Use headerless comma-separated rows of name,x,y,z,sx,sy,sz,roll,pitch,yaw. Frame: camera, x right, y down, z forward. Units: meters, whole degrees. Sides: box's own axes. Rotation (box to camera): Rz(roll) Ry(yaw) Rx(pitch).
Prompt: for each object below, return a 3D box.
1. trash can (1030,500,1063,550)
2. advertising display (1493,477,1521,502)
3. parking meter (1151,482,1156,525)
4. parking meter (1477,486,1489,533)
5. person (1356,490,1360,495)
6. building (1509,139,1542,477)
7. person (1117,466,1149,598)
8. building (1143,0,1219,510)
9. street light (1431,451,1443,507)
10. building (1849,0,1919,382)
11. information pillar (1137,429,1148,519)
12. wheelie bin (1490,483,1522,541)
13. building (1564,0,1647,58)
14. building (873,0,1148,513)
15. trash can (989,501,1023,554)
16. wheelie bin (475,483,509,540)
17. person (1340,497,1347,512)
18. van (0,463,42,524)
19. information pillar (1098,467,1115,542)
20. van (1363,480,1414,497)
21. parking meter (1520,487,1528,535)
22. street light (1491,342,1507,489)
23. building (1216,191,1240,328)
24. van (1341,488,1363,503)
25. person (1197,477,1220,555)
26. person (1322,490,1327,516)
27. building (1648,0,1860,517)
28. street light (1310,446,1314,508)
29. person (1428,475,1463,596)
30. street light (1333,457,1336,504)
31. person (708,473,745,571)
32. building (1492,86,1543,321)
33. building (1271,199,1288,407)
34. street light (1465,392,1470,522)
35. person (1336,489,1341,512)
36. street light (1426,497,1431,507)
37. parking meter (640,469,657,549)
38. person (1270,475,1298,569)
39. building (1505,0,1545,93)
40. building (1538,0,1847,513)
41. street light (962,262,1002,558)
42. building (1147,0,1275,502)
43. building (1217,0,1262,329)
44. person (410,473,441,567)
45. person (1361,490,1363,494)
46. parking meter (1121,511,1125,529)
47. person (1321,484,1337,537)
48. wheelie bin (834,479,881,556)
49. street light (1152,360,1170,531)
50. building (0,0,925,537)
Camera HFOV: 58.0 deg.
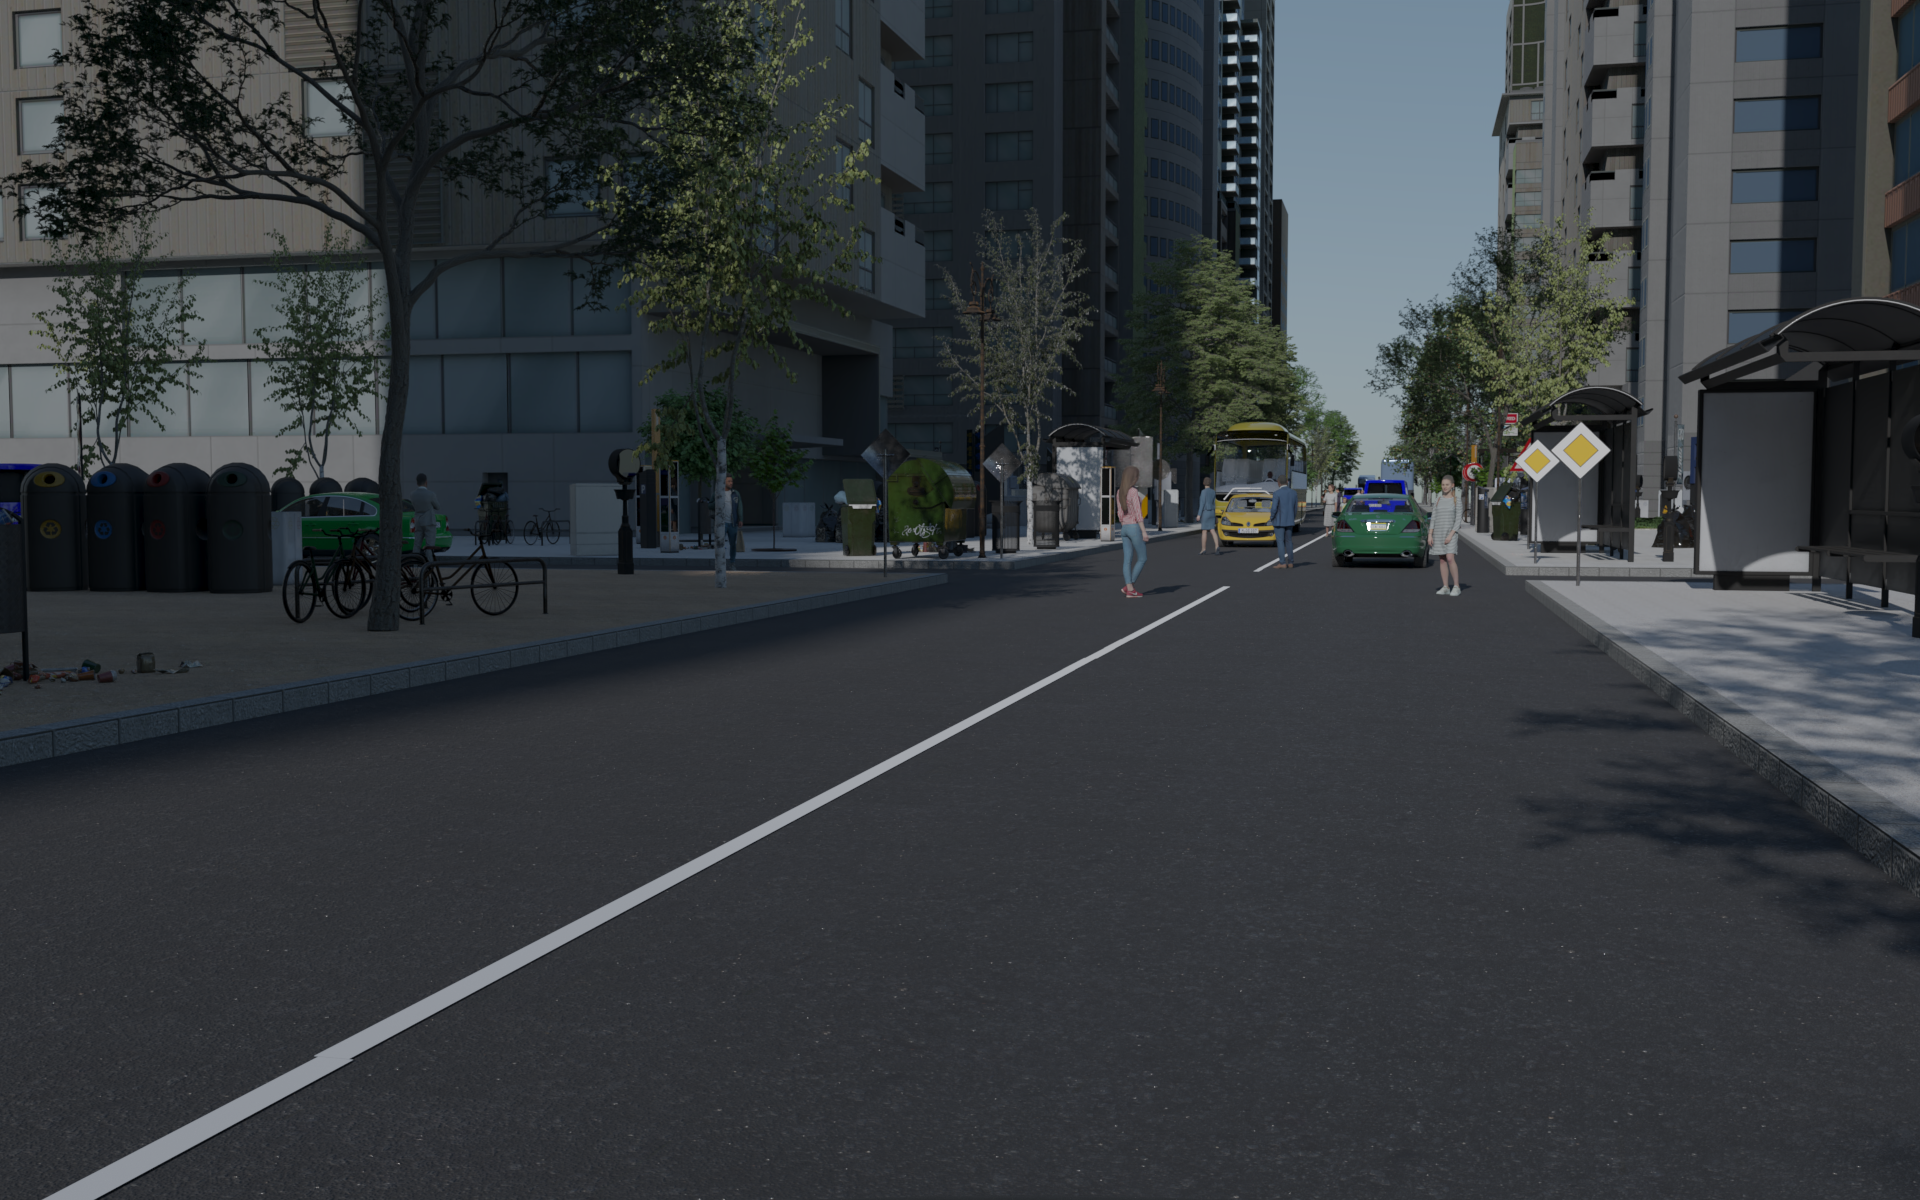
trash can,2.005,-1.743,40.144,0.748,1.137,0.748,0,3,0
advertising display,20.134,-3.580,63.748,0.974,1.923,0.123,0,4,8
parking meter,8.078,-4.006,71.204,0.255,1.863,0.399,-2,4,-32
parking meter,17.240,-2.977,57.084,0.372,1.533,0.369,0,3,0
person,27.348,-6.680,118.656,0.436,1.711,0.756,-2,4,-33
building,71.093,-31.652,201.111,14.154,41.232,14.086,1,4,14
person,2.407,-0.947,23.991,0.388,1.821,0.555,-3,5,-39
building,9.498,-36.857,144.615,21.231,58.520,28.212,1,4,14
street light,41.820,-10.959,151.968,0.468,5.910,1.993,1,4,14
building,37.655,-23.778,43.396,28.867,44.769,22.147,1,4,14
information pillar,6.549,-4.336,62.242,0.504,3.616,0.183,-3,5,-43
wheelie bin,15.025,-2.431,47.649,0.693,1.594,0.980,-1,4,-10
building,58.184,-32.685,123.644,28.713,52.752,27.495,1,4,14
building,2.503,-25.280,96.916,14.154,41.232,14.086,1,4,14
trash can,0.992,-1.577,37.435,0.748,1.137,0.748,0,3,0
wheelie bin,-12.985,-2.465,48.215,0.693,1.594,0.980,3,5,43
person,15.940,-3.620,71.937,0.306,1.304,0.590,0,4,-2
van,-20.972,-1.876,35.058,5.245,2.365,2.240,1,4,14
information pillar,3.982,-2.579,46.658,0.304,2.012,0.304,2,4,29
van,18.829,-4.403,76.366,2.240,2.365,5.245,1,4,16
parking meter,17.794,-2.811,54.376,0.372,1.533,0.369,0,3,0
street light,16.382,-4.884,52.649,0.468,5.910,1.993,1,4,14
building,18.958,-24.082,165.449,14.160,30.474,14.107,1,4,14
van,37.563,-9.848,165.406,2.240,2.365,5.245,1,4,14
person,5.828,-1.962,40.606,0.581,1.822,0.654,-2,4,-23
person,23.496,-6.226,111.116,0.721,1.723,1.217,3,4,36
building,45.157,-33.218,85.120,21.231,58.520,28.212,1,4,14
street light,32.750,-11.513,161.020,0.468,5.910,1.993,1,4,14
person,6.942,-0.928,24.680,0.512,1.701,0.522,3,5,41
street light,46.639,-14.832,215.292,0.468,5.910,1.993,1,4,14
person,-4.255,-1.437,31.981,0.794,1.824,0.713,0,4,1
building,82.585,-38.541,219.390,28.713,52.752,27.495,1,4,14
building,40.992,-37.108,256.830,14.600,45.320,14.200,1,4,14
street light,22.880,-6.445,78.158,0.468,5.910,1.993,1,4,14
person,23.639,-6.107,108.792,0.568,1.767,0.683,1,4,15
street light,48.403,-12.539,177.795,0.468,5.910,1.993,1,4,14
parking meter,-7.365,-2.151,40.874,0.255,1.863,0.399,-3,5,-39
person,6.242,-1.506,33.312,0.721,1.800,0.419,-2,4,-34
building,85.024,-49.239,243.308,20.563,71.187,20.611,1,4,14
building,61.842,-37.262,151.228,21.231,58.520,28.212,1,4,14
street light,0.447,-3.784,34.655,0.468,5.910,1.993,1,4,14
building,34.793,-49.018,239.689,20.563,71.187,20.611,1,4,14
building,26.905,-55.119,213.864,22.319,86.520,31.000,1,4,14
person,-9.497,-1.353,30.803,0.511,1.800,0.466,0,4,0
person,35.569,-8.826,153.361,0.990,1.755,0.434,-1,4,-15
parking meter,6.039,-3.322,62.729,0.372,1.533,0.369,0,3,0
person,12.336,-2.985,57.875,0.480,1.755,0.524,2,4,26
wheelie bin,-2.144,-1.714,35.940,0.980,1.594,0.693,-1,4,-19
street light,6.969,-5.341,60.111,0.468,5.910,1.993,1,4,14
building,-17.085,-29.057,64.314,28.713,52.752,27.495,1,4,14
